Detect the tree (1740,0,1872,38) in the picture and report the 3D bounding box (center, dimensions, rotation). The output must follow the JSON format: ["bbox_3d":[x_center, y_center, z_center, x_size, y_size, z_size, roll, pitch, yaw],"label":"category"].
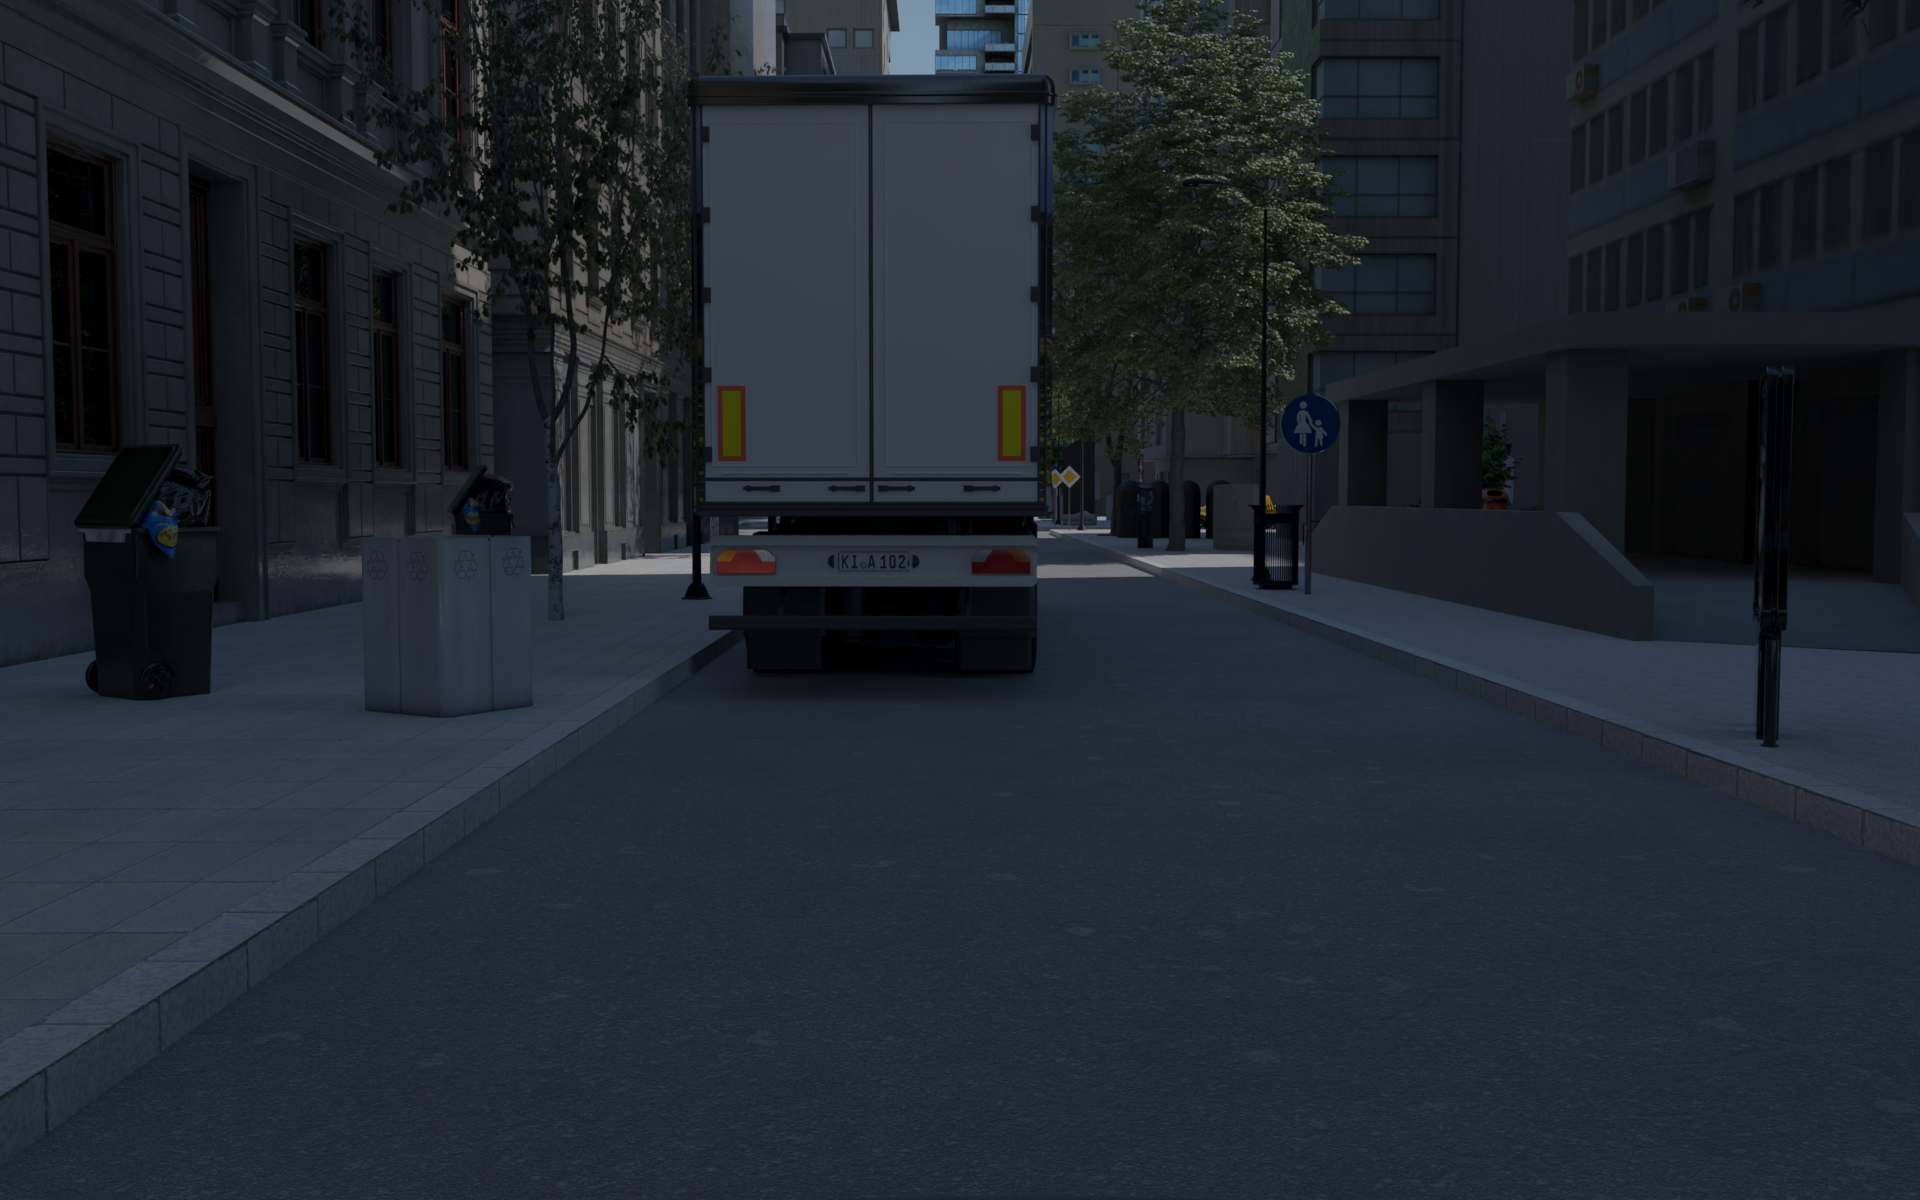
[{"bbox_3d":[4.805,-4.302,4.745,8.767,10.594,7.601,0,4,5],"label":"tree"}]

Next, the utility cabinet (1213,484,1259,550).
[{"bbox_3d":[6.317,-1.892,39.608,0.318,1.500,1.173,-3,4,-39],"label":"utility cabinet"}]

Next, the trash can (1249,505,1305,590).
[{"bbox_3d":[4.267,-0.718,23.385,0.748,1.137,0.748,0,3,0],"label":"trash can"}]

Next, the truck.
[{"bbox_3d":[-0.449,-1.731,17.216,2.839,4.237,11.283,0,4,2],"label":"truck"}]

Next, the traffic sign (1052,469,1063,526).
[{"bbox_3d":[3.782,-3.993,68.923,0.795,2.450,0.064,0,4,0],"label":"traffic sign"}]

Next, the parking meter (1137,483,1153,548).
[{"bbox_3d":[4.398,-1.999,41.087,0.372,1.533,0.369,0,3,0],"label":"parking meter"}]

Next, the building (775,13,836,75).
[{"bbox_3d":[-12.797,-16.285,85.323,14.314,24.678,30.058,0,4,0],"label":"building"}]

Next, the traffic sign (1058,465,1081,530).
[{"bbox_3d":[3.846,-3.504,60.938,0.795,2.450,0.064,0,4,0],"label":"traffic sign"}]

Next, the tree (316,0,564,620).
[{"bbox_3d":[-4.081,-4.086,17.162,4.360,8.622,3.978,0,3,0],"label":"tree"}]

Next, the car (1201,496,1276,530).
[{"bbox_3d":[10.250,-3.409,65.964,3.980,1.641,2.015,0,4,0],"label":"car"}]

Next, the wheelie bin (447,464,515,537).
[{"bbox_3d":[-5.166,-0.662,18.726,0.693,1.594,0.980,-1,4,-21],"label":"wheelie bin"}]

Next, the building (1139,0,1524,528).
[{"bbox_3d":[15.658,-24.079,77.291,14.086,41.232,14.154,0,4,0],"label":"building"}]

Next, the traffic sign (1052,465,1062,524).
[{"bbox_3d":[4.059,-4.606,75.409,0.768,2.556,0.104,1,4,9],"label":"traffic sign"}]

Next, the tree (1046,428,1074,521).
[{"bbox_3d":[4.711,-6.155,84.356,4.285,4.588,4.351,0,3,0],"label":"tree"}]

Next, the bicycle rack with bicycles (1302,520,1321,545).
[{"bbox_3d":[9.833,-1.804,42.884,2.925,0.926,2.852,0,4,-6],"label":"bicycle rack with bicycles"}]

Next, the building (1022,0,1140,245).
[{"bbox_3d":[16.856,-32.925,162.031,21.300,48.544,21.600,0,4,0],"label":"building"}]

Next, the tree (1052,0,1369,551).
[{"bbox_3d":[5.295,-7.368,38.598,7.486,12.596,7.792,0,3,0],"label":"tree"}]

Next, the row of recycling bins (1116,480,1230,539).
[{"bbox_3d":[6.223,-2.642,50.314,3.534,1.692,1.069,2,4,24],"label":"row of recycling bins"}]

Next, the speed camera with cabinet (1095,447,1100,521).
[{"bbox_3d":[5.215,-4.806,72.909,0.660,3.252,2.038,-1,4,-20],"label":"speed camera with cabinet"}]

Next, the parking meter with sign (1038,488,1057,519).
[{"bbox_3d":[4.754,-5.662,88.829,1.738,3.016,0.543,3,5,42],"label":"parking meter with sign"}]

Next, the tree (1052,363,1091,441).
[{"bbox_3d":[5.224,-8.806,94.345,4.737,8.622,4.395,0,3,0],"label":"tree"}]

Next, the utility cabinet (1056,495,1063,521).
[{"bbox_3d":[4.571,-4.135,78.772,0.306,1.237,1.020,-1,4,-9],"label":"utility cabinet"}]

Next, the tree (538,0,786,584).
[{"bbox_3d":[-3.951,-4.711,27.391,4.360,8.622,3.978,0,3,0],"label":"tree"}]

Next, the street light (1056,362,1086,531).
[{"bbox_3d":[3.744,-5.403,60.887,1.470,5.913,1.316,0,4,0],"label":"street light"}]

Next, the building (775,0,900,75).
[{"bbox_3d":[-20.552,-35.600,171.296,28.713,52.752,27.495,0,4,0],"label":"building"}]

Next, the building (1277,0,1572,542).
[{"bbox_3d":[16.256,-22.479,51.127,14.154,41.232,14.086,0,4,0],"label":"building"}]

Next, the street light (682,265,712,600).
[{"bbox_3d":[-2.669,-2.962,20.965,1.470,5.913,1.316,0,4,0],"label":"street light"}]

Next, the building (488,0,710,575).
[{"bbox_3d":[-11.170,-11.417,35.814,9.793,20.994,18.267,0,4,0],"label":"building"}]

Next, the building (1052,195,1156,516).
[{"bbox_3d":[20.461,-16.493,114.706,27.650,21.520,28.899,0,4,0],"label":"building"}]

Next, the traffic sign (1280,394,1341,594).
[{"bbox_3d":[4.456,-1.346,22.111,0.768,2.556,0.104,0,4,2],"label":"traffic sign"}]

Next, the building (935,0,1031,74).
[{"bbox_3d":[8.269,-56.638,238.700,31.000,86.520,22.319,0,4,0],"label":"building"}]

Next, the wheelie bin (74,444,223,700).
[{"bbox_3d":[-5.173,-0.194,11.079,0.980,1.594,0.693,2,4,34],"label":"wheelie bin"}]

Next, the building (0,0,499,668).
[{"bbox_3d":[-12.061,-11.000,16.006,11.583,22.565,21.152,0,4,0],"label":"building"}]

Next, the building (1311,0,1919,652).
[{"bbox_3d":[21.923,-20.125,20.932,32.217,40.220,23.993,0,4,0],"label":"building"}]

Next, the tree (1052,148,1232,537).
[{"bbox_3d":[4.686,-7.750,52.461,9.928,11.665,9.643,0,3,0],"label":"tree"}]

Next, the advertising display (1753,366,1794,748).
[{"bbox_3d":[4.275,-0.240,9.133,0.123,1.923,0.974,1,4,22],"label":"advertising display"}]

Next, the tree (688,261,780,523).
[{"bbox_3d":[-3.779,-5.257,36.309,4.737,8.622,4.395,0,3,0],"label":"tree"}]

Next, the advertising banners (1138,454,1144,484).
[{"bbox_3d":[8.122,-4.786,74.440,0.090,3.025,2.074,-1,4,-22],"label":"advertising banners"}]

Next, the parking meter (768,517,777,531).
[{"bbox_3d":[-4.656,-2.153,43.608,0.372,1.533,0.369,0,3,0],"label":"parking meter"}]

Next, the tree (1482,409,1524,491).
[{"bbox_3d":[11.991,-2.715,38.994,1.663,3.219,1.824,0,3,0],"label":"tree"}]

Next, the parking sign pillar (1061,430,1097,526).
[{"bbox_3d":[4.867,-5.036,70.810,1.447,3.967,1.447,0,4,5],"label":"parking sign pillar"}]

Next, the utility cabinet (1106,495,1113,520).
[{"bbox_3d":[7.413,-4.505,84.813,0.306,1.237,1.020,1,4,20],"label":"utility cabinet"}]

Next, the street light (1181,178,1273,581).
[{"bbox_3d":[3.951,-3.246,25.611,1.470,5.913,1.316,0,4,0],"label":"street light"}]

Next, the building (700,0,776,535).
[{"bbox_3d":[-15.695,-16.271,51.934,20.117,28.700,13.634,0,4,0],"label":"building"}]

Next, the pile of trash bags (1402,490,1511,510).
[{"bbox_3d":[9.586,-1.596,35.852,3.447,1.369,1.912,1,4,17],"label":"pile of trash bags"}]

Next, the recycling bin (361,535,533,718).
[{"bbox_3d":[-3.061,0.134,10.358,0.722,1.027,0.722,2,4,32],"label":"recycling bin"}]

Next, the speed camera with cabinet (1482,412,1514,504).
[{"bbox_3d":[12.649,-2.942,42.437,0.660,3.252,2.038,-2,4,-23],"label":"speed camera with cabinet"}]

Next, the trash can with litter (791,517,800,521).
[{"bbox_3d":[-4.624,-2.083,45.443,1.055,1.170,0.624,-1,4,-13],"label":"trash can with litter"}]
